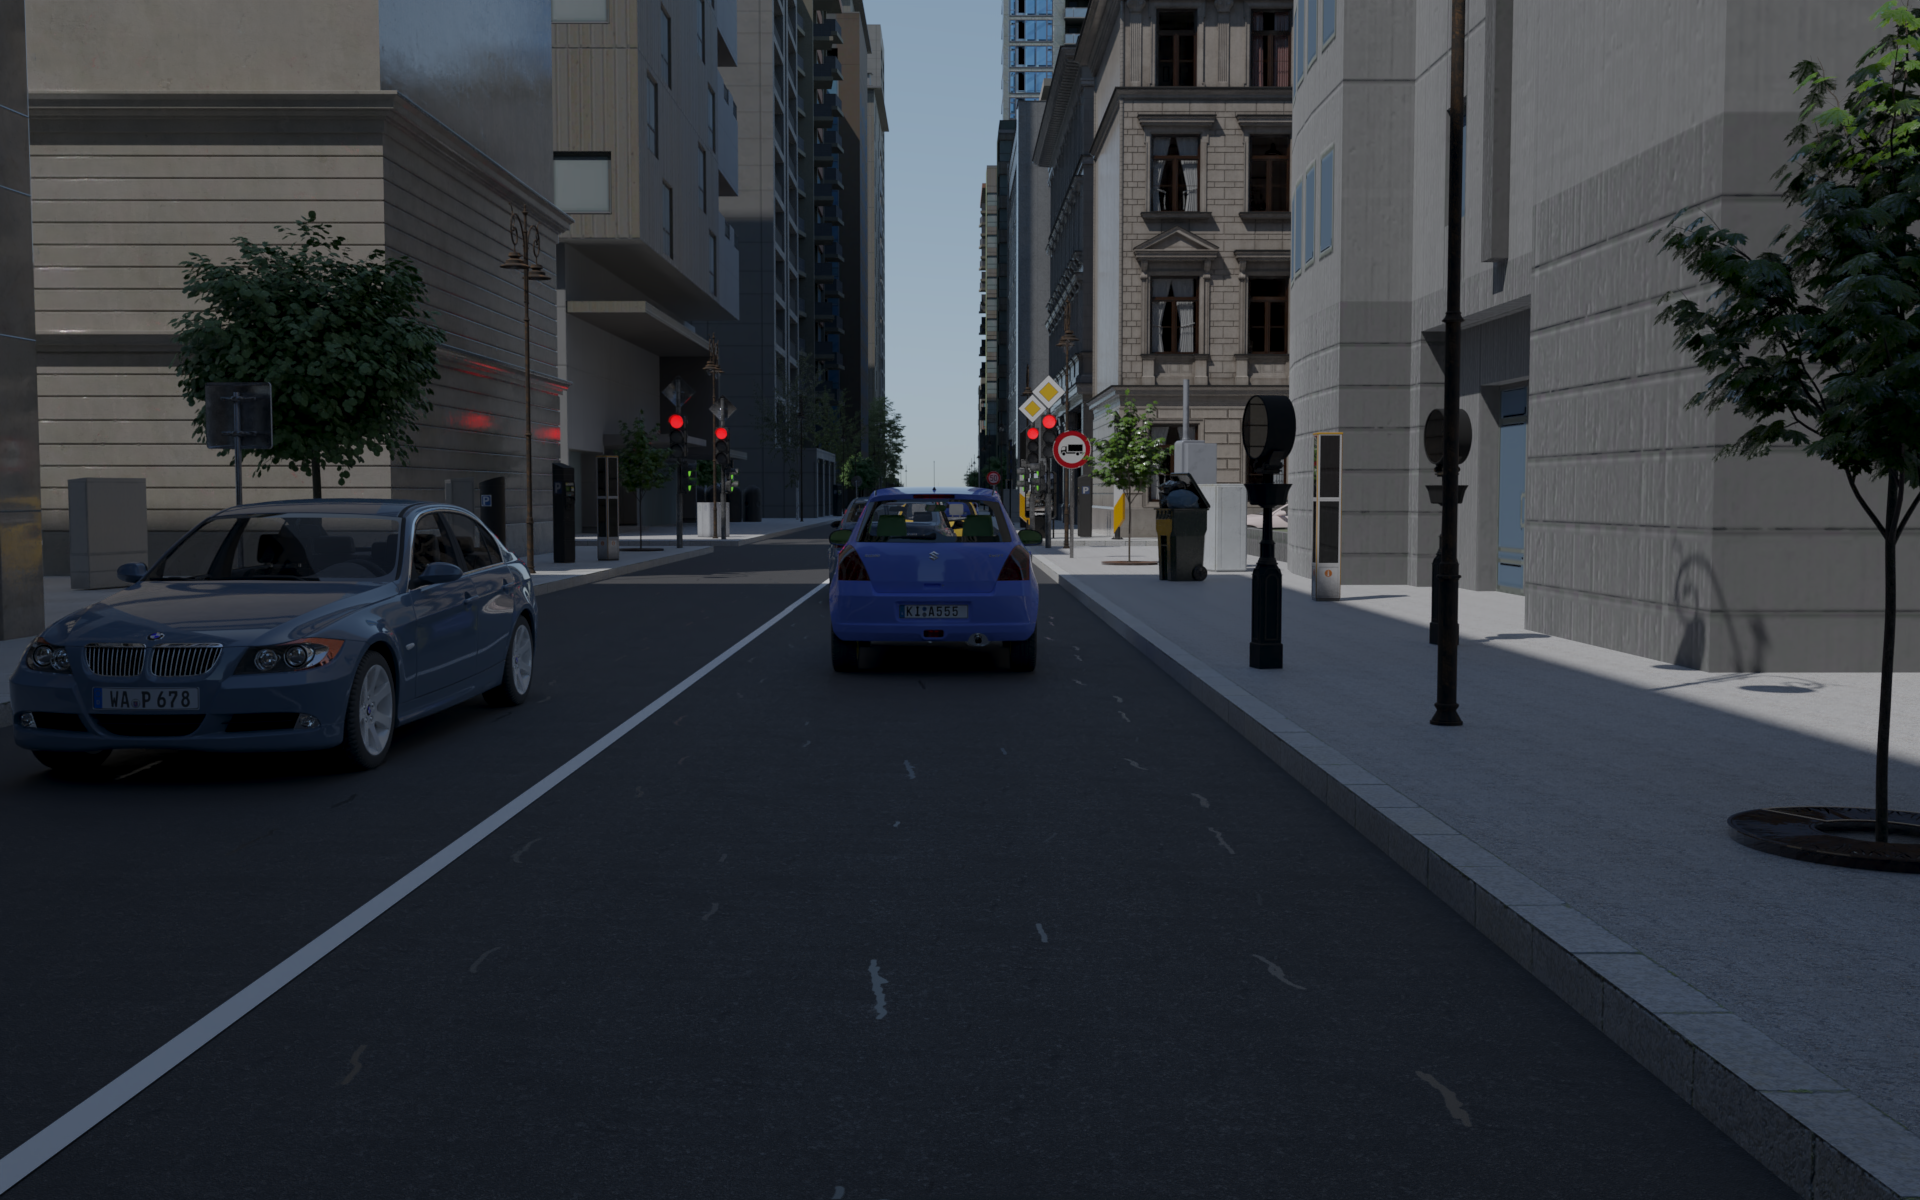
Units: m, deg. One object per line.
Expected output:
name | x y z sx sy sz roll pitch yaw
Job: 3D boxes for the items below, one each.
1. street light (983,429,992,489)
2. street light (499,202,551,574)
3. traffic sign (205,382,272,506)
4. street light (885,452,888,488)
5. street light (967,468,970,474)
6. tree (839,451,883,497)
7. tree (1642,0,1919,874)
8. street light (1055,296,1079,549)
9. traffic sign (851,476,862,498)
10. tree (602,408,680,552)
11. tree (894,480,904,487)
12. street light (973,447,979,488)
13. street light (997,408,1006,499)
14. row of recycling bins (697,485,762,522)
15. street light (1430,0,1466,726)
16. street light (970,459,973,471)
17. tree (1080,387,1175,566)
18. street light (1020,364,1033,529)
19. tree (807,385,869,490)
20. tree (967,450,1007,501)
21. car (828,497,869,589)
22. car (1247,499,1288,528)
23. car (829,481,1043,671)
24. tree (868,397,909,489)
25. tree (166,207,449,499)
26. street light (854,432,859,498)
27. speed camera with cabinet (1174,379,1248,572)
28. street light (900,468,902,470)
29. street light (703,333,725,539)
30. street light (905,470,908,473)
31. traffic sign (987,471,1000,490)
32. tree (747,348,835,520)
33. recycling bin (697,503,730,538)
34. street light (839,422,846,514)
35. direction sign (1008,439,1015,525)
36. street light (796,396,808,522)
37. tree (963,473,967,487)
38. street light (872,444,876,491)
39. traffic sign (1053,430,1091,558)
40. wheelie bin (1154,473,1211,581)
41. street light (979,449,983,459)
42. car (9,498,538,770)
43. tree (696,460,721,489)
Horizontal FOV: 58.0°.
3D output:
street light | 2.087 -9.200 123.203 0.468 5.910 1.993 0 4 0
street light | -6.933 -3.364 27.787 0.468 5.910 1.993 0 4 0
traffic sign | -6.608 -0.841 15.888 0.606 2.300 0.079 0 4 2
street light | -7.965 -13.091 186.817 0.468 5.910 1.993 0 4 0
street light | 1.489 -15.193 221.189 0.468 5.910 1.993 0 4 0
tree | -7.539 -9.027 131.299 4.285 4.588 4.351 0 3 0
tree | 3.285 -0.718 6.344 1.663 3.219 1.824 0 3 0
street light | 2.508 -4.147 40.593 0.468 5.910 1.993 0 4 0
traffic sign | -7.235 -7.417 121.379 0.768 2.556 0.104 0 4 5
tree | -7.160 -2.711 38.930 1.663 3.219 1.824 0 3 0
tree | -8.256 -15.457 247.318 1.663 3.219 1.824 0 3 0
street light | 1.801 -12.055 169.892 0.468 5.910 1.993 0 4 0
street light | 2.214 -7.335 92.709 0.468 5.910 1.993 0 4 0
row of recycling bins | -10.781 -4.403 79.106 3.534 1.692 1.069 -2 4 -24
street light | 2.711 -2.244 9.474 0.468 5.910 1.993 0 4 0
street light | 1.652 -13.920 200.386 0.468 5.910 1.993 0 4 0
tree | 3.063 -2.262 31.586 1.663 3.219 1.824 0 3 0
street light | 2.400 -5.435 61.655 0.468 5.910 1.993 0 4 0
tree | -8.480 -10.253 118.001 4.737 8.622 4.395 0 3 0
tree | 3.173 -8.851 128.426 4.285 4.588 4.351 0 3 0
car | -0.908 -0.796 25.019 2.014 1.417 4.499 0 4 1
car | 8.761 -1.983 44.780 4.827 1.381 2.083 0 3 0
car | -0.217 -0.350 15.322 1.945 1.707 3.694 0 4 -1
tree | -9.486 -17.303 201.025 7.486 12.596 7.792 0 3 0
tree | -7.492 -2.216 19.938 4.285 4.588 4.351 0 3 0
street light | -7.588 -9.356 125.764 0.468 5.910 1.993 0 4 0
speed camera with cabinet | 4.236 -2.140 29.326 0.660 3.252 2.038 -1 4 -13
street light | -8.182 -16.336 239.872 0.468 5.910 1.993 0 4 0
street light | -7.060 -4.711 49.807 0.468 5.910 1.993 0 4 0
street light | -8.418 -18.221 270.703 0.468 5.910 1.993 0 4 0
traffic sign | 1.867 -5.881 96.267 0.768 2.556 0.104 0 4 5
tree | -8.339 -8.304 86.139 4.360 8.622 3.978 0 3 0
recycling bin | -7.340 -2.386 51.563 0.722 1.027 0.722 -3 4 -37
street light | -7.458 -8.450 110.945 0.468 5.910 1.993 0 4 0
direction sign | 2.084 -4.883 71.838 0.379 3.537 0.876 0 4 -7
street light | -7.363 -6.585 80.450 0.468 5.910 1.993 0 4 0
tree | 1.836 -13.694 207.608 4.285 4.588 4.351 0 3 0
street light | -7.723 -11.224 156.306 0.468 5.910 1.993 0 4 0
traffic sign | 2.238 -2.111 34.626 0.768 2.556 0.104 1 4 9
wheelie bin | 3.273 -1.083 25.614 0.693 1.594 0.980 -1 4 -19
street light | 1.952 -10.184 139.292 0.468 5.910 1.993 0 4 0
car | -3.862 0.090 10.525 2.014 1.417 4.499 0 4 1
tree | -12.721 -6.204 85.152 4.285 4.588 4.351 0 3 0
